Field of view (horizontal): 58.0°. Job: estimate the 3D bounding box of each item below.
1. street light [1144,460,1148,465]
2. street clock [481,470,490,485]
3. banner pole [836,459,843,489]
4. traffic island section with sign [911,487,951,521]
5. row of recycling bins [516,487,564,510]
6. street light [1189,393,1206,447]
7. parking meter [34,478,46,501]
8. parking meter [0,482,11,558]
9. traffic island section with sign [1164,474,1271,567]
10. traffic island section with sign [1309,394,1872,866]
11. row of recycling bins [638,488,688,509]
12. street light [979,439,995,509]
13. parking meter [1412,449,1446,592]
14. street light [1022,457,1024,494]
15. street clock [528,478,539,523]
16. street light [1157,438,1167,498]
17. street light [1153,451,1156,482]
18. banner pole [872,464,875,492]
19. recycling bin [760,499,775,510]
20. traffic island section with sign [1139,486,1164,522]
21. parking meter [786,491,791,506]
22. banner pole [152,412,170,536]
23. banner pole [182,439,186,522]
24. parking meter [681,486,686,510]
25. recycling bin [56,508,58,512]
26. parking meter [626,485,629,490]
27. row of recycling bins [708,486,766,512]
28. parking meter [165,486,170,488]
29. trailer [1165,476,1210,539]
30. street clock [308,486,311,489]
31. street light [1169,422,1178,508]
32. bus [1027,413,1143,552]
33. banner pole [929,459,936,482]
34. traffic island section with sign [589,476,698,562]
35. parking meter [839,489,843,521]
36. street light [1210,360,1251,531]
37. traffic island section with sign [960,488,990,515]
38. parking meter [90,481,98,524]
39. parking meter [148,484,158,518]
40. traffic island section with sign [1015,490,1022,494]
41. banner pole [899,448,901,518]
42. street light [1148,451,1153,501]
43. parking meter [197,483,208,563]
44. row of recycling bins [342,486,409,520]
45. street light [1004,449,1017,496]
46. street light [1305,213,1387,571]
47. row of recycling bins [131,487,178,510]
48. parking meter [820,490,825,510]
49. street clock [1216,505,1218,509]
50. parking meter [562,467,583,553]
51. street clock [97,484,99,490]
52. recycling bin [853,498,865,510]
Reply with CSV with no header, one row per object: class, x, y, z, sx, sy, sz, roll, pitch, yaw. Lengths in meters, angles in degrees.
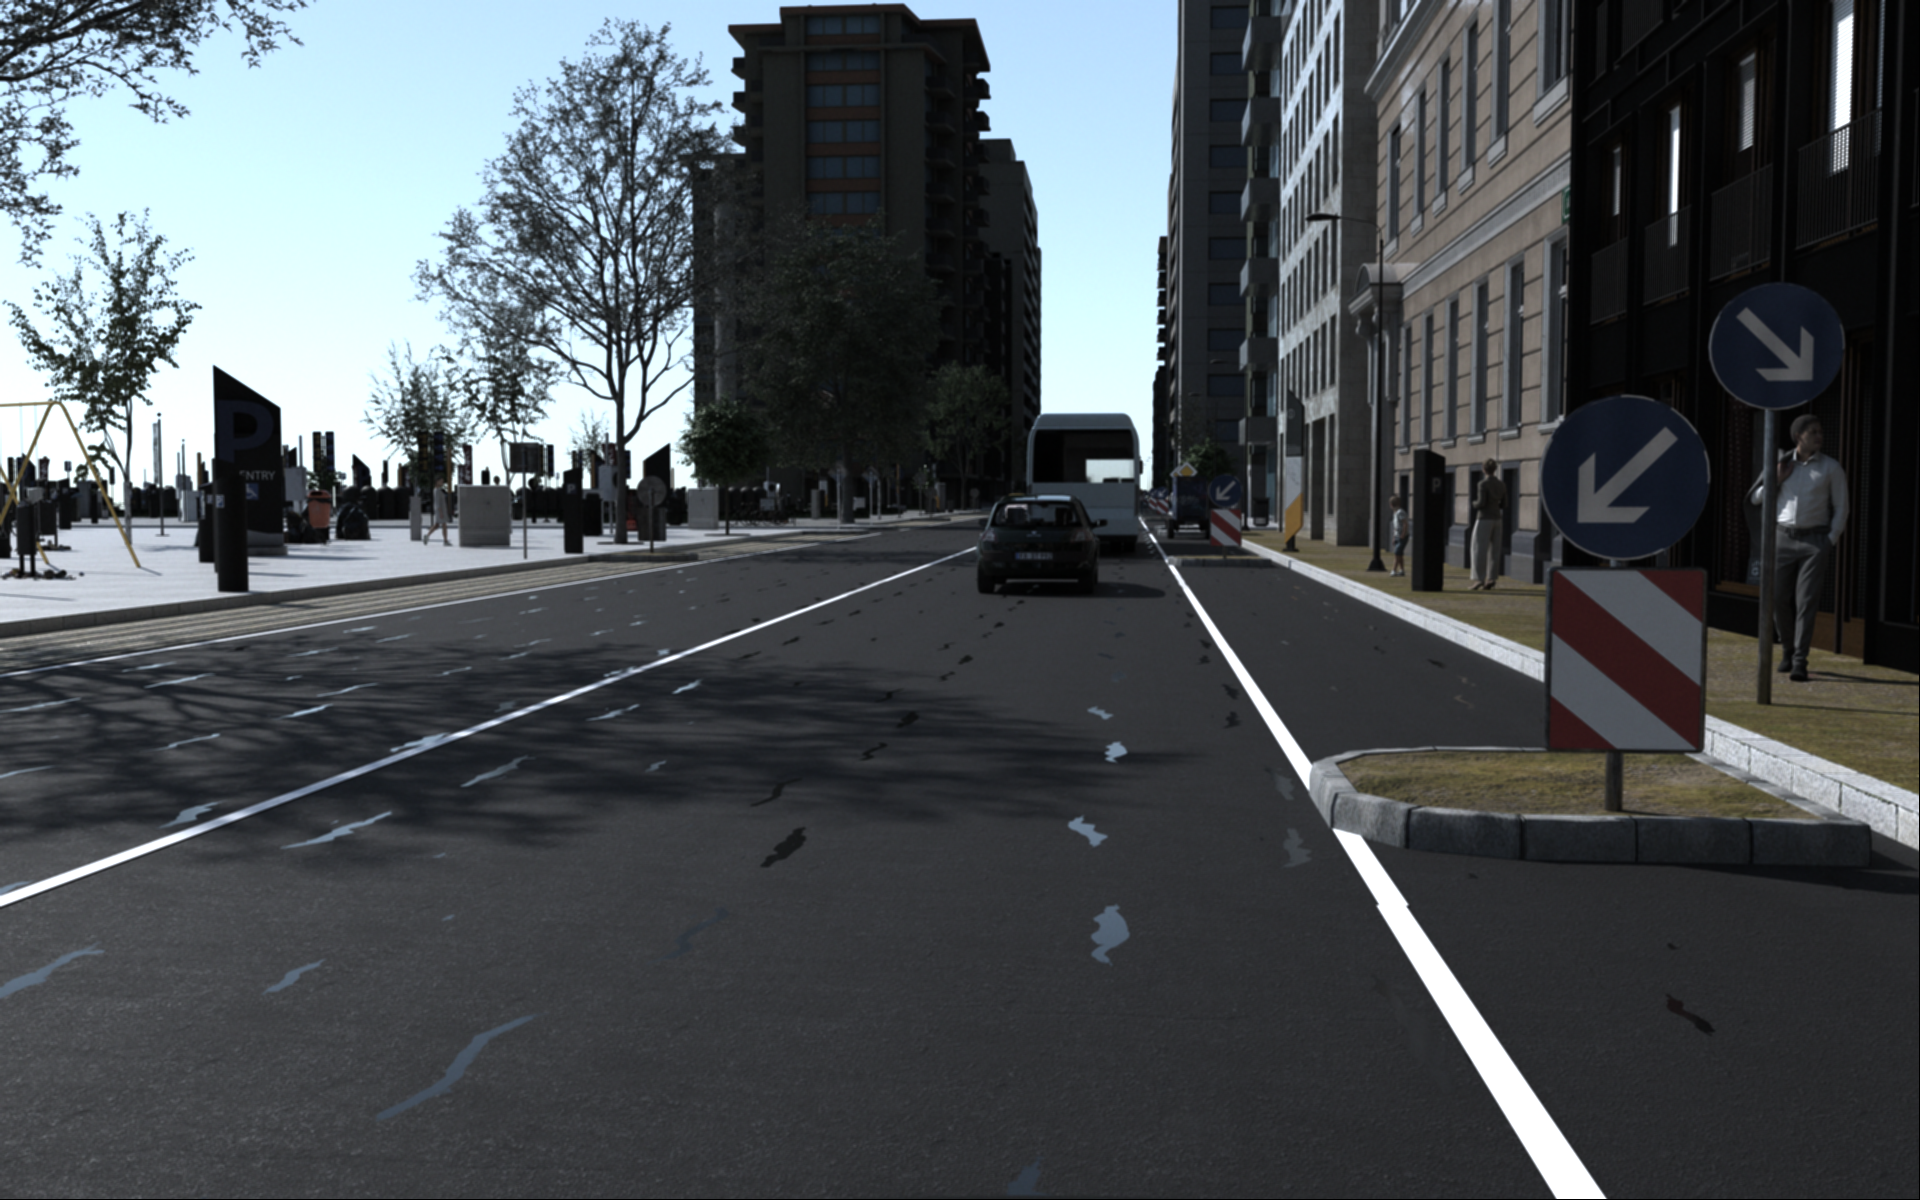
street light,24.401,-15.079,219.079,1.470,5.913,1.316,0,4,5
street clock,-14.386,-2.936,52.573,0.358,2.002,0.471,-1,4,-11
banner pole,-7.475,-7.307,109.481,0.863,3.779,0.401,1,4,19
traffic island section with sign,-1.518,-5.076,91.616,1.989,1.847,2.006,0,4,5
row of recycling bins,-23.873,-5.620,98.997,1.069,1.692,3.534,2,4,33
street light,11.244,-6.565,79.882,1.470,5.913,1.316,0,4,5
parking meter,-33.805,-3.546,63.688,0.255,1.863,0.399,0,4,-2
parking meter,-19.261,-1.609,34.711,0.372,1.533,0.369,0,3,0
traffic island section with sign,5.206,-1.611,34.967,1.989,1.847,2.006,0,4,5
traffic island section with sign,2.615,0.057,7.697,1.989,1.847,2.006,0,4,5
row of recycling bins,-20.868,-6.930,120.410,3.534,1.692,1.069,1,4,16
street light,2.235,-10.616,146.108,1.470,5.913,1.316,0,4,5
parking meter,6.192,-1.050,22.876,0.399,1.863,0.255,-2,4,-35
street light,8.143,-14.483,209.334,1.470,5.913,1.316,0,4,5
street clock,-18.902,-4.418,76.801,0.471,2.002,0.358,-1,4,-16
street light,17.185,-10.421,142.928,1.470,5.913,1.316,0,4,5
street light,18.376,-11.194,155.569,1.470,5.913,1.316,0,4,5
banner pole,-7.123,-9.332,142.595,0.401,3.779,0.863,-1,4,-20
recycling bin,-10.432,-4.974,93.879,0.722,1.027,0.722,0,4,-3
traffic island section with sign,10.531,-5.050,91.191,1.989,1.847,2.006,0,4,5
parking meter,-13.485,-7.803,135.984,0.372,1.533,0.369,0,3,0
banner pole,-24.710,-3.875,53.374,0.401,3.779,0.863,-3,5,-43
banner pole,-35.131,-5.404,78.370,0.401,3.779,0.863,-1,4,-17
parking meter,-20.584,-7.530,128.829,0.399,1.863,0.255,0,4,-3
recycling bin,-63.652,-6.672,121.639,0.722,1.027,0.722,0,4,7
parking meter,-21.282,-6.397,110.302,0.399,1.863,0.255,-2,4,-34
row of recycling bins,-12.414,-5.553,97.896,3.534,1.692,1.069,-3,5,-45
parking meter,-54.152,-6.889,118.350,0.255,1.863,0.399,-1,4,-15
trailer,7.462,-3.034,56.650,1.471,1.999,3.904,0,4,4
street clock,-52.521,-8.290,140.111,0.471,2.002,0.358,3,5,41
street light,14.257,-8.501,111.525,1.470,5.913,1.316,0,4,5
bus,3.428,-3.125,45.954,2.948,3.499,13.247,0,4,5
banner pole,-1.936,-8.094,122.350,0.863,3.779,0.401,1,4,22
traffic island section with sign,-6.683,-1.734,36.986,1.989,1.847,2.006,0,4,5
parking meter,-5.570,-4.541,82.658,0.372,1.533,0.369,0,3,0
street light,9.394,-5.358,60.148,1.470,5.913,1.316,0,4,5
traffic island section with sign,1.024,-6.717,118.451,1.989,1.847,2.006,0,4,5
parking meter,-37.644,-4.256,75.294,0.255,1.863,0.399,-2,4,-25
parking meter,-43.099,-5.306,92.457,0.399,1.863,0.255,-3,5,-43
traffic island section with sign,5.751,-9.765,168.289,1.989,1.847,2.006,0,4,5
banner pole,-3.215,-6.233,91.920,0.401,3.779,0.863,0,4,-2
street light,21.368,-13.159,187.685,1.470,5.913,1.316,0,4,5
parking meter,-14.119,-1.477,32.556,0.372,1.533,0.369,0,3,0
row of recycling bins,-29.211,-4.872,86.773,1.069,1.692,3.534,3,5,39
street light,5.117,-12.537,177.516,1.470,5.913,1.316,0,4,5
street light,6.408,-3.438,28.750,1.470,5.913,1.316,0,4,5
row of recycling bins,-46.158,-5.627,99.115,3.534,1.692,1.069,2,4,24
parking meter,-8.116,-5.721,101.953,0.372,1.533,0.369,0,3,0
street clock,13.792,-5.423,93.235,0.471,2.002,0.358,-1,4,-14
parking meter,-8.382,-1.942,37.467,0.399,1.863,0.255,0,4,4
street clock,-56.973,-6.703,114.162,0.471,2.002,0.358,-3,4,-38
recycling bin,-7.157,-6.764,123.147,0.722,1.027,0.722,-1,4,-18
